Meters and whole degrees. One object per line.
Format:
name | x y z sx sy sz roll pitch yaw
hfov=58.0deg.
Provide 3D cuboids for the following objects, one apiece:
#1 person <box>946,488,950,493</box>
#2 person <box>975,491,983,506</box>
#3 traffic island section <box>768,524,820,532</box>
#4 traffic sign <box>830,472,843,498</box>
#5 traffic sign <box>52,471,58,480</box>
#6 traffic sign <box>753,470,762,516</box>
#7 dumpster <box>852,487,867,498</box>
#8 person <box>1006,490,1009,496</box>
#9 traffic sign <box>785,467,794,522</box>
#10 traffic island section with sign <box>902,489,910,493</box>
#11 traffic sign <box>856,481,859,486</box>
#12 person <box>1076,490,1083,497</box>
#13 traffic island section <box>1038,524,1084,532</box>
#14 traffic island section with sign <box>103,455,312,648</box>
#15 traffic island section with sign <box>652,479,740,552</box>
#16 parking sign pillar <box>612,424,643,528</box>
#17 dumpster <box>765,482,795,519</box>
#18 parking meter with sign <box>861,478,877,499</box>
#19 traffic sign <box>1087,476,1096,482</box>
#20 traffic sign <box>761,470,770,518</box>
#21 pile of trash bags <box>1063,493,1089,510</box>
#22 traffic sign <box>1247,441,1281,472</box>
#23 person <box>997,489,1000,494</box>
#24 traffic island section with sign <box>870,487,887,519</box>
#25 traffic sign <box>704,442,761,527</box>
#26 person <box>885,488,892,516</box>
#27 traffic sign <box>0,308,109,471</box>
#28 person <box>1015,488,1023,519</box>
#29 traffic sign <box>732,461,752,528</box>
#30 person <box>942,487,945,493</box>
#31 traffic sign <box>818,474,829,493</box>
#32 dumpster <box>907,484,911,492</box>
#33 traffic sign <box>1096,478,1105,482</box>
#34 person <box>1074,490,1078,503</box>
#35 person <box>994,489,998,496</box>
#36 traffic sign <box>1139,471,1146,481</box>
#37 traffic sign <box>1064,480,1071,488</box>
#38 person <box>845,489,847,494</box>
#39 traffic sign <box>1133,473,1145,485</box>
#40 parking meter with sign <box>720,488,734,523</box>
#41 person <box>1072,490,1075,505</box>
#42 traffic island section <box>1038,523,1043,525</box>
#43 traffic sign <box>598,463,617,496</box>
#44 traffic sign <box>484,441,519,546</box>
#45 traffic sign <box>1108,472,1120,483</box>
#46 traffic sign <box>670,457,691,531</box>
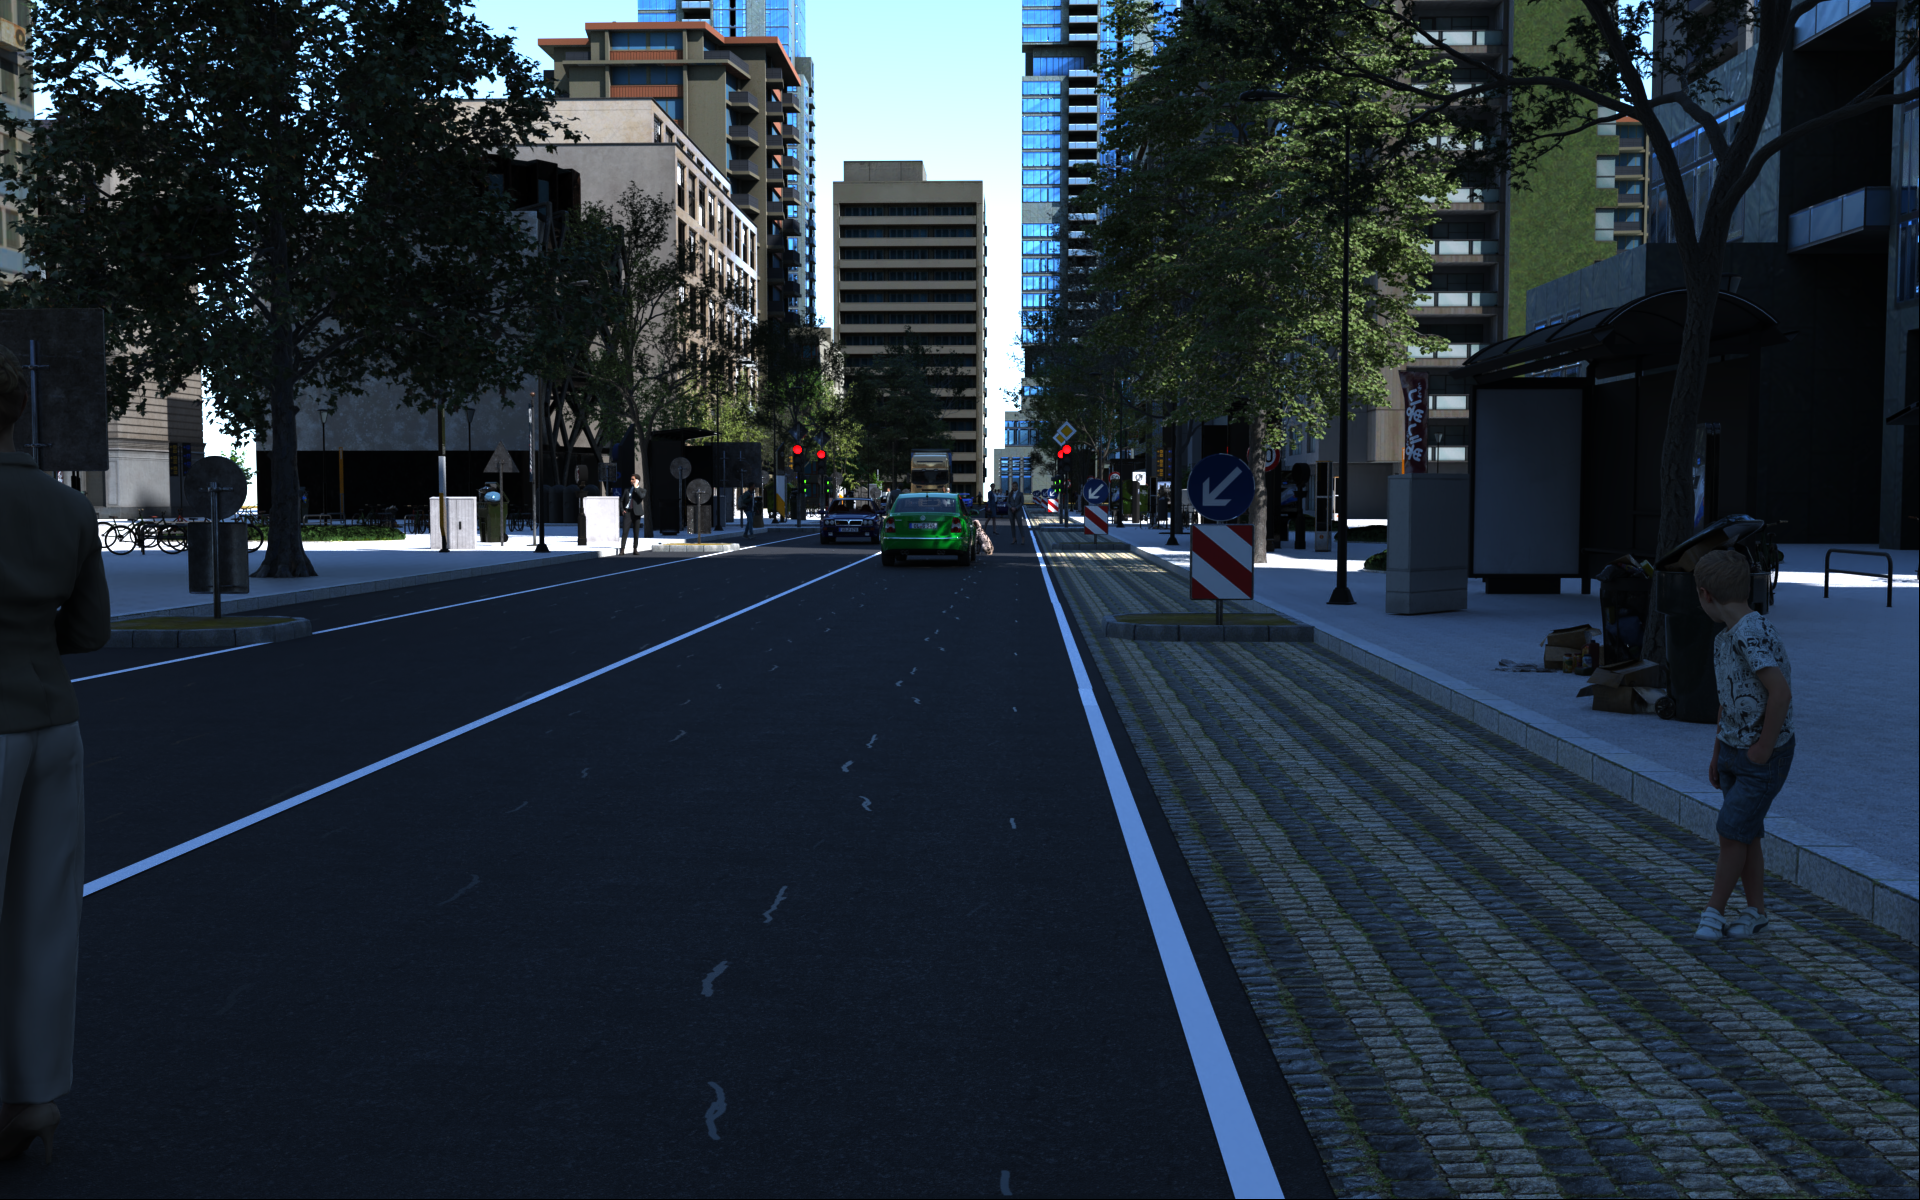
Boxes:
person | -0.632 -5.294 95.537 0.782 1.767 0.515 1 4 11
person | 2.204 -11.685 200.286 0.721 1.736 1.217 3 5 42
traffic island section | -6.233 -2.723 66.809 2.009 0.180 2.903 0 4 2
traffic sign | -7.118 -6.096 99.779 0.768 2.556 0.104 0 4 6
traffic sign | -10.677 -1.122 20.467 0.606 2.300 0.079 1 4 11
traffic sign | -9.071 -4.647 76.091 0.768 2.556 0.104 0 4 8
dumpster | -7.645 -7.780 132.959 1.264 1.857 1.865 0 4 2
person | 4.476 -9.658 166.426 0.705 1.822 1.348 0 4 2
traffic sign | -8.034 -4.889 80.034 0.768 2.556 0.104 0 4 7
traffic island section with sign | -3.888 -7.223 126.719 1.989 1.847 2.006 0 4 2
traffic sign | -8.423 -8.527 139.527 0.768 2.556 0.104 1 4 10
person | 13.806 -11.621 196.133 1.350 1.814 0.705 0 4 -7
traffic island section | 4.102 -2.702 66.457 2.009 0.180 2.903 0 4 2
traffic island section with sign | -7.583 -0.519 17.108 1.989 1.847 2.006 0 4 2
traffic island section with sign | -6.668 -2.166 44.048 1.989 1.847 2.006 0 4 2
parking sign pillar | -12.751 -4.719 65.627 1.447 3.967 1.447 1 4 11
dumpster | -9.417 -5.412 90.987 1.502 2.255 1.985 0 4 2
parking meter with sign | -6.522 -8.100 128.692 1.738 3.016 0.543 0 4 1
traffic sign | 9.145 -7.390 120.925 0.768 2.556 0.104 0 4 6
traffic sign | -10.570 -5.660 92.651 0.768 2.556 0.104 0 4 5
pile of trash bags | 9.972 -8.204 143.895 3.447 1.369 1.912 -1 4 -11
traffic sign | 6.972 -2.430 39.832 0.768 2.556 0.104 0 4 4
person | 2.950 -7.939 138.326 0.620 1.820 0.660 0 4 -1
traffic island section with sign | -4.809 -5.553 99.423 1.989 1.847 2.006 0 4 2
traffic sign | -8.901 -4.520 67.782 2.265 3.308 0.079 0 4 3
person | -4.348 -5.951 105.901 0.391 1.810 0.635 -3 5 -40
traffic sign | -10.483 -1.542 19.082 2.265 3.308 0.079 0 4 5
person | 3.210 -5.450 97.587 0.713 1.824 0.794 1 4 15
traffic sign | -8.300 -4.025 65.907 0.768 2.556 0.104 0 4 7
person | -0.846 -5.060 91.498 0.520 1.790 0.573 1 4 17
traffic sign | -8.681 -6.734 110.211 0.768 2.556 0.104 1 4 9
dumpster | -3.493 -8.566 145.003 1.985 2.255 1.502 0 4 3
traffic sign | 10.224 -7.769 127.132 0.768 2.556 0.104 0 4 6
person | 15.096 -13.319 224.257 0.683 1.767 0.568 -1 4 -22
person | 2.539 -6.896 121.586 0.599 1.781 0.374 -3 4 -38
traffic sign | 10.132 -5.974 97.777 0.768 2.556 0.104 1 4 10
traffic sign | 9.195 -9.072 148.436 0.768 2.556 0.104 0 4 4
person | -10.831 -9.758 165.455 0.709 1.838 0.599 3 5 43
traffic sign | 8.333 -4.804 80.682 0.606 2.300 0.079 1 4 10
parking meter with sign | -10.613 -5.008 78.145 0.543 3.016 1.738 1 4 18
person | 13.839 -12.591 212.425 0.721 1.766 1.217 -1 4 -17
traffic island section | 4.372 -3.190 74.437 2.009 0.180 2.903 0 4 2
traffic sign | -11.506 -3.328 56.541 0.606 2.300 0.079 0 4 8
traffic sign | -11.220 -2.592 42.376 0.884 2.594 0.081 0 4 4
traffic sign | 8.793 -6.004 98.266 0.768 2.556 0.104 0 4 3
traffic sign | -9.630 -3.643 59.675 0.768 2.556 0.104 1 4 8
